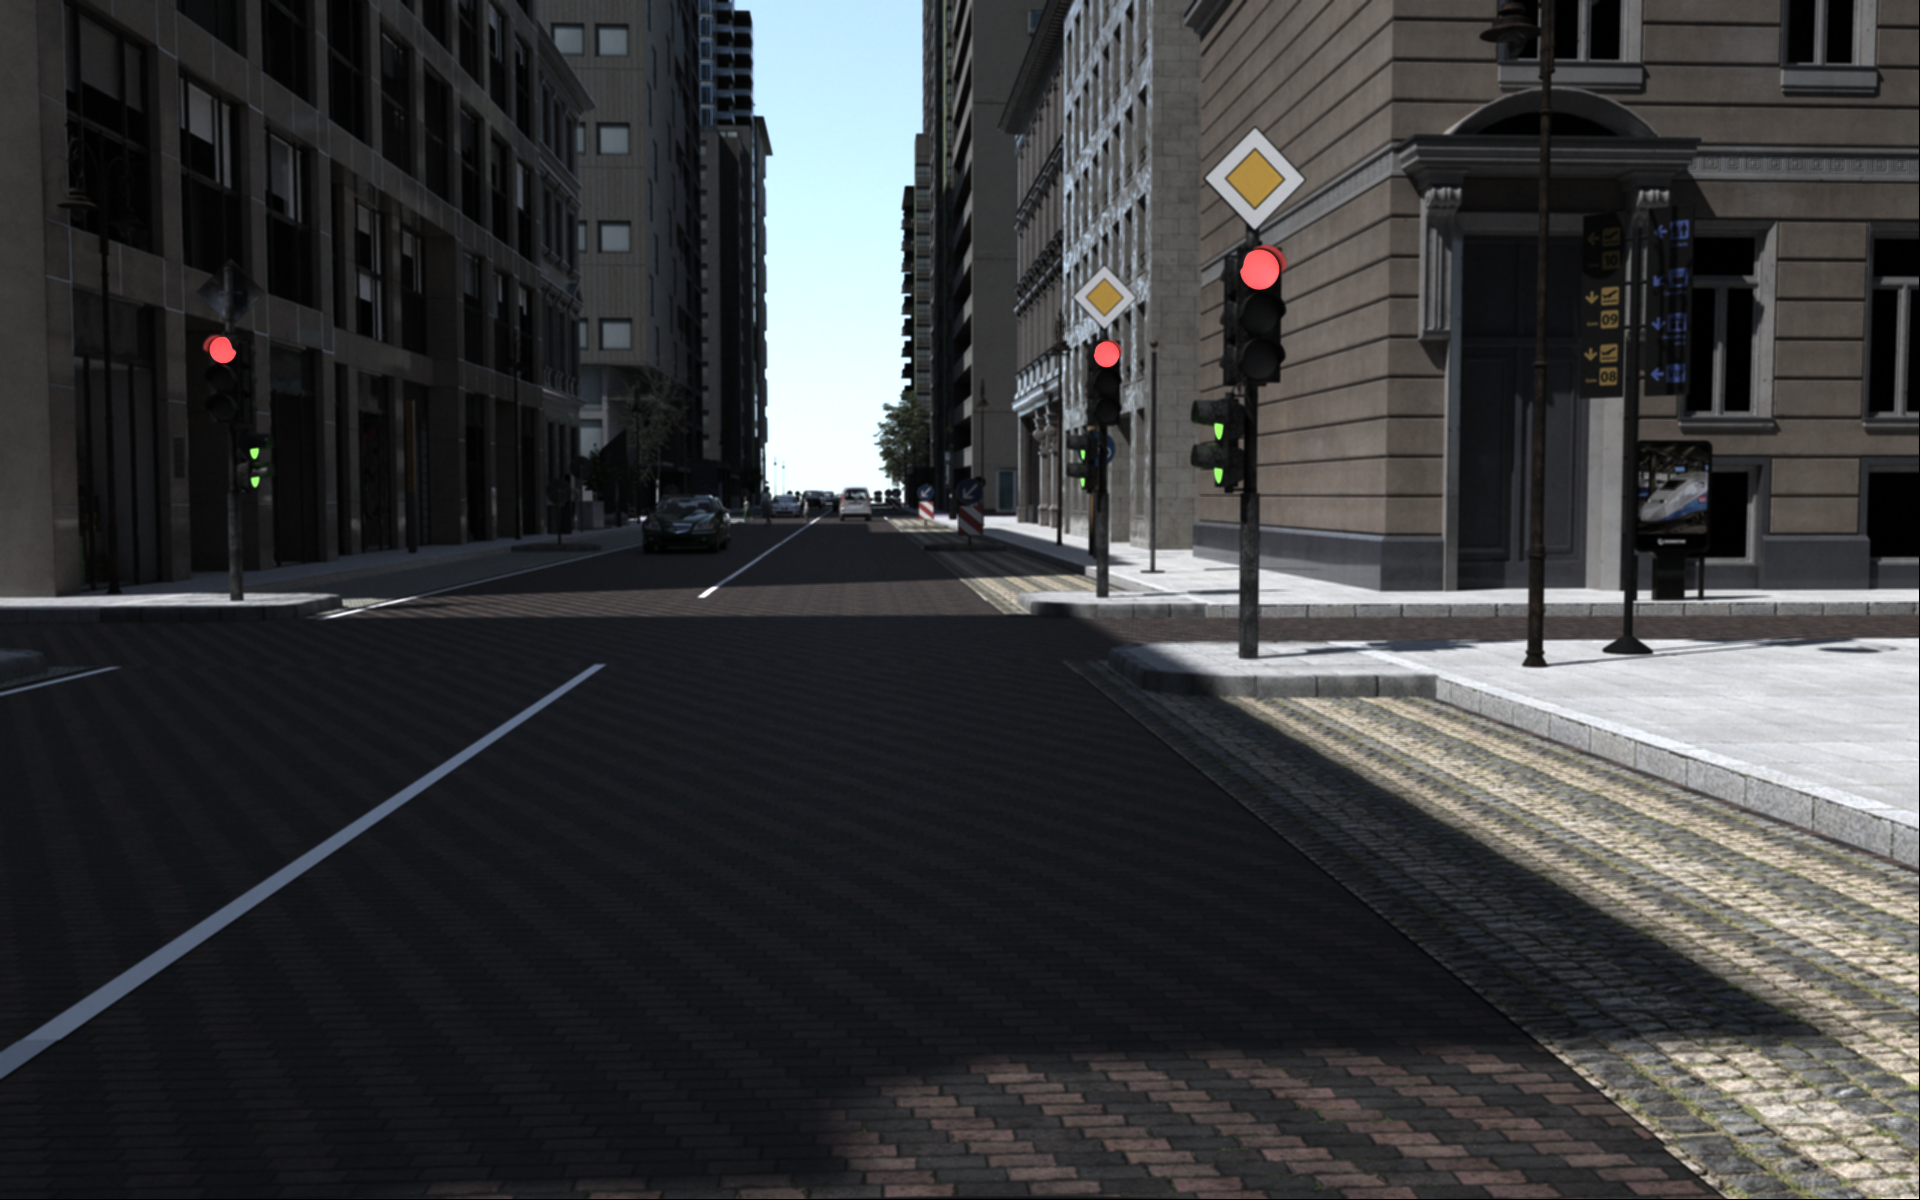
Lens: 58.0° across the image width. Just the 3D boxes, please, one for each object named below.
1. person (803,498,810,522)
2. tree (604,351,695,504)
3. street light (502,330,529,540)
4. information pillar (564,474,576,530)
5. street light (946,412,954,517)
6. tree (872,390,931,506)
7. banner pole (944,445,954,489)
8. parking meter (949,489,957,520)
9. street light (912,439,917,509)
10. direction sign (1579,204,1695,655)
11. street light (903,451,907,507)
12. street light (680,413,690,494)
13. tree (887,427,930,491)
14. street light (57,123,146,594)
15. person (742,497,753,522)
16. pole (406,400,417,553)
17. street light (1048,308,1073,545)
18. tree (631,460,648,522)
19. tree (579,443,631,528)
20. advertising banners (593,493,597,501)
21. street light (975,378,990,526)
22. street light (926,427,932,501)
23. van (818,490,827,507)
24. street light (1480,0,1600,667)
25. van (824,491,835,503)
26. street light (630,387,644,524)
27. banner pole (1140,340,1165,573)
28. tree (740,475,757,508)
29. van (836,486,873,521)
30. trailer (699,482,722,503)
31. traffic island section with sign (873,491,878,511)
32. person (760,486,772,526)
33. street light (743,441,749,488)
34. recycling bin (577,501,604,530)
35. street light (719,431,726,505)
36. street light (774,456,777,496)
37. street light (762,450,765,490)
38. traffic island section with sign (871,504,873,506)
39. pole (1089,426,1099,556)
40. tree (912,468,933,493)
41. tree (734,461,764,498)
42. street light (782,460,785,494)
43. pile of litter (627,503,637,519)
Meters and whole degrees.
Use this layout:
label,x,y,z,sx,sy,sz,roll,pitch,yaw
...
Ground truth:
label,x,y,z,sx,sy,sz,roll,pitch,yaw
person,-7.710,-4.522,87.442,0.382,1.210,0.505,-1,4,-22
tree,-15.600,-8.413,87.916,4.360,8.622,3.978,0,3,0
street light,-12.494,-4.648,48.790,0.468,5.910,1.993,0,4,-3
information pillar,-14.031,-3.532,62.247,0.304,2.012,0.304,1,4,16
street light,-0.546,-7.483,95.132,0.468,5.910,1.993,0,4,-3
tree,-5.756,-16.546,188.652,7.486,12.596,7.792,0,3,0
banner pole,-0.534,-6.012,88.305,0.401,3.779,0.863,3,5,39
parking meter,-0.339,-4.828,87.352,0.372,1.533,0.369,0,3,0
street light,-3.839,-10.597,146.052,0.468,5.910,1.993,0,4,-3
direction sign,5.399,-1.340,13.901,0.876,3.537,0.379,3,5,43
street light,-5.465,-12.218,172.546,0.468,5.910,1.993,0,4,-3
street light,-15.473,-7.638,97.667,0.468,5.910,1.993,0,4,-3
tree,-5.247,-14.164,181.937,4.360,8.622,3.978,0,3,0
street light,-10.883,-3.017,22.111,0.468,5.910,1.993,0,4,-3
person,-10.744,-4.575,87.548,0.590,1.304,0.306,1,4,14
pole,-11.905,-2.676,37.591,0.158,3.312,0.155,0,3,0
street light,2.495,-4.312,43.285,0.468,5.910,1.993,0,4,-3
tree,-15.391,-5.279,80.917,1.663,3.219,1.824,0,3,0
tree,-13.790,-4.329,65.389,1.663,3.219,1.824,0,3,0
advertising banners,-19.442,-5.858,91.968,0.090,3.025,2.074,0,4,-4
street light,0.893,-5.895,69.171,0.468,5.910,1.993,0,4,-3
street light,-2.179,-8.996,119.865,0.468,5.910,1.993,0,4,-3
van,-15.792,-11.339,192.407,2.013,2.044,4.112,0,4,-4
street light,4.281,-2.442,12.718,0.468,5.910,1.993,0,4,-3
van,-17.472,-13.678,230.651,2.013,2.044,4.112,0,4,-4
street light,-13.940,-6.250,74.976,0.468,5.910,1.993,0,4,-3
banner pole,3.165,-2.351,28.451,0.401,3.779,0.863,0,4,3
tree,-19.225,-10.116,159.999,1.663,3.219,1.824,0,3,0
van,-5.615,-5.237,92.641,2.013,2.044,4.112,0,4,-5
trailer,-12.025,-4.664,83.304,1.471,1.999,3.904,0,4,-4
traffic island section with sign,-6.215,-8.510,147.767,1.989,1.847,2.006,0,4,-3
person,-8.651,-4.224,77.794,0.478,1.798,0.641,2,4,32
street light,-18.558,-10.844,150.085,0.468,5.910,1.993,0,4,-3
recycling bin,-13.280,-3.039,62.237,0.722,1.027,0.722,1,4,21
street light,-16.963,-9.222,123.561,0.468,5.910,1.993,0,4,-3
street light,-22.074,-14.326,207.024,0.468,5.910,1.993,0,4,-3
street light,-20.486,-12.723,180.804,0.468,5.910,1.993,0,4,-3
traffic island section with sign,-9.587,-11.910,203.349,1.989,1.847,2.006,0,4,-3
pole,2.802,-2.584,36.093,0.158,3.312,0.155,0,3,0
tree,-2.487,-8.133,127.569,1.663,3.219,1.824,0,3,0
tree,-21.060,-11.525,172.153,4.285,4.588,4.351,0,3,0
street light,-23.735,-15.909,232.907,0.468,5.910,1.993,0,4,-3
pile of litter,-17.453,-4.637,89.774,1.719,0.858,1.176,-2,4,-25
